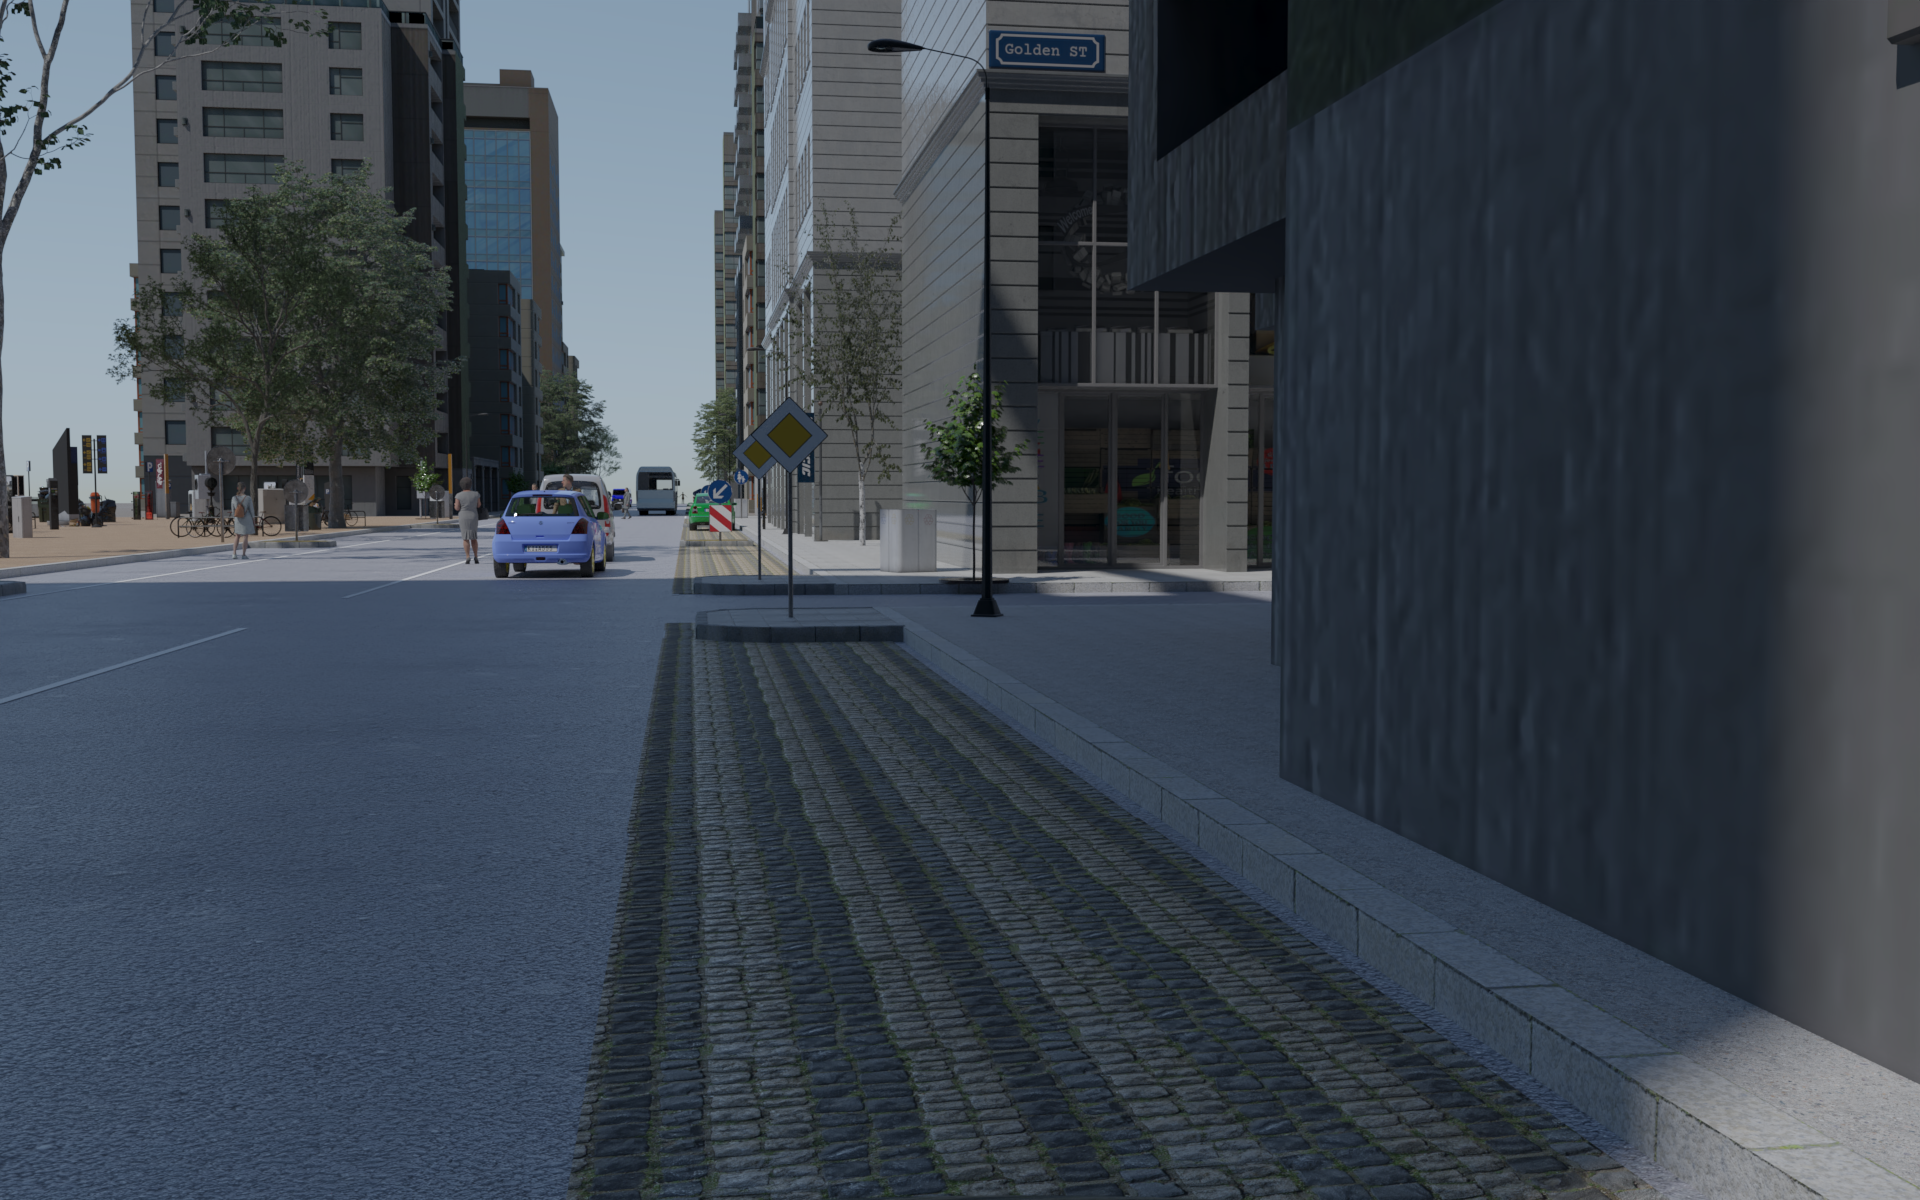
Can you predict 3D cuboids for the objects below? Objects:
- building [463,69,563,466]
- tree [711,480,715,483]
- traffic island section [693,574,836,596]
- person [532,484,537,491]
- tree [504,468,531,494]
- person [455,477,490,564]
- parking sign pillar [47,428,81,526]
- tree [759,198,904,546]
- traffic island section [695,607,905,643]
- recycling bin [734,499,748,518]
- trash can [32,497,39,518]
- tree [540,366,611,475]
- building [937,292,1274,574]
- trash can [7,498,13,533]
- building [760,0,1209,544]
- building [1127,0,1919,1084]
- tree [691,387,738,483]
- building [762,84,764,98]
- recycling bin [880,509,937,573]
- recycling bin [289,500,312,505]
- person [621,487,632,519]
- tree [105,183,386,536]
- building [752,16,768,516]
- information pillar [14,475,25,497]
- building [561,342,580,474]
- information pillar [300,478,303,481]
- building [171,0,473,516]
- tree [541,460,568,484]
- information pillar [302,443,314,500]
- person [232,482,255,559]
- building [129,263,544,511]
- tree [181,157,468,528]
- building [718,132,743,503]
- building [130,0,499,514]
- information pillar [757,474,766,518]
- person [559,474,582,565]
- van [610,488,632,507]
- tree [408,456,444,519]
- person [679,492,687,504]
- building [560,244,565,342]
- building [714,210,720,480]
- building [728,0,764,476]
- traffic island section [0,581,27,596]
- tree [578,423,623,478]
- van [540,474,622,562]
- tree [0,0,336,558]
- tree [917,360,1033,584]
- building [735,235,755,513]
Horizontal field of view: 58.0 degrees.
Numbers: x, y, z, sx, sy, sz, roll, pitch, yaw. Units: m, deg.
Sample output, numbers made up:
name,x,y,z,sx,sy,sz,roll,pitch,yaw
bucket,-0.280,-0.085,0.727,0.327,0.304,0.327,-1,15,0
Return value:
name,x,y,z,sx,sy,sz,roll,pitch,yaw
building,-50.583,-32.815,186.639,14.600,45.320,14.200,-1,4,-9
tree,-30.963,-13.626,217.390,1.663,3.219,1.824,0,3,0
traffic island section,-2.977,-0.223,25.929,2.009,0.180,2.903,-1,4,-9
person,-15.499,-3.340,63.201,0.635,1.810,0.391,2,4,32
tree,-33.016,-8.297,130.263,1.663,3.219,1.824,0,3,0
person,-10.018,-1.631,35.520,0.716,1.782,0.532,-2,4,-30
parking sign pillar,-36.638,-5.044,70.937,1.447,3.967,1.447,3,4,38
tree,-2.562,-5.645,42.655,4.360,8.622,3.978,0,3,0
traffic island section,-1.741,0.259,18.039,2.009,0.180,2.903,-1,4,-9
recycling bin,-11.775,-4.928,93.127,0.722,1.027,0.722,-1,4,-8
trash can,-49.386,-4.943,92.467,0.748,1.137,0.748,0,3,0
tree,-39.975,-16.277,172.777,9.857,13.997,8.962,0,3,0
building,14.124,-15.716,34.453,29.804,29.767,11.434,-1,4,-9
trash can,-31.119,-2.751,56.626,0.748,1.137,0.748,0,3,0
building,-1.002,-17.433,62.519,11.434,29.767,29.804,-1,4,-9
building,8.057,-14.579,10.065,14.160,30.474,14.107,-1,4,-9
tree,-24.979,-16.229,183.473,7.486,12.596,7.792,0,3,0
building,-2.548,-18.113,89.654,14.314,27.812,24.014,-1,4,-9
recycling bin,-0.854,-0.981,28.595,0.722,1.027,0.722,-2,4,-30
recycling bin,-27.740,-3.689,72.867,0.722,1.027,0.722,0,4,-2
person,-19.142,-5.546,99.279,0.767,1.812,0.694,-2,4,-33
tree,-21.798,-7.247,52.905,8.767,10.594,7.601,-1,4,-13
building,-6.134,-20.682,109.846,14.160,30.474,14.107,-1,4,-9
information pillar,-36.749,-3.861,67.617,0.304,2.012,0.304,1,4,18
building,-60.772,-22.232,208.531,27.650,21.520,28.899,-1,4,-9
information pillar,-30.731,-4.691,81.183,0.304,2.012,0.304,-1,4,-13
building,-37.584,-20.321,103.948,14.160,30.474,14.107,-1,4,-9
tree,-38.832,-11.116,165.464,4.285,4.588,4.351,0,3,0
information pillar,-28.746,-5.201,76.397,0.183,3.616,0.504,3,5,40
person,-15.792,-1.749,38.105,0.512,1.701,0.522,-1,4,-9
building,-50.600,-18.417,146.157,27.650,21.520,28.899,-1,4,-9
tree,-23.474,-9.656,64.530,9.857,13.997,8.962,0,3,0
building,-20.143,-31.556,199.541,14.154,41.232,14.086,-1,4,-9
building,-43.447,-41.690,119.880,20.563,71.187,20.611,-1,4,-9
information pillar,-10.447,-6.107,91.207,0.504,3.616,0.183,0,4,4
person,-7.994,-1.642,35.251,0.656,1.842,0.836,-2,4,-32
van,-36.188,-11.061,185.225,2.240,2.365,5.245,0,4,-7
tree,-27.087,-5.698,87.769,1.663,3.219,1.824,0,3,0
person,-38.265,-14.076,239.353,1.217,1.735,0.721,0,4,8
building,-66.589,-33.147,233.828,32.217,40.220,23.993,-1,4,-9
building,-28.569,-34.764,251.981,14.154,41.232,14.086,-1,4,-9
building,-9.525,-33.105,160.875,23.786,49.044,30.456,-1,4,-9
traffic island section,-14.430,-0.114,24.147,2.009,0.180,2.903,-1,4,-9
tree,-53.633,-20.186,255.797,9.928,11.665,9.643,0,3,0
van,-8.433,-1.895,37.992,2.013,2.044,4.112,-1,4,-11
tree,-19.476,-10.988,35.535,12.611,20.169,13.585,0,3,0
tree,0.317,-1.867,25.126,1.663,3.219,1.824,0,3,0
building,-2.817,-17.573,132.360,27.650,21.520,28.899,-1,4,-9
